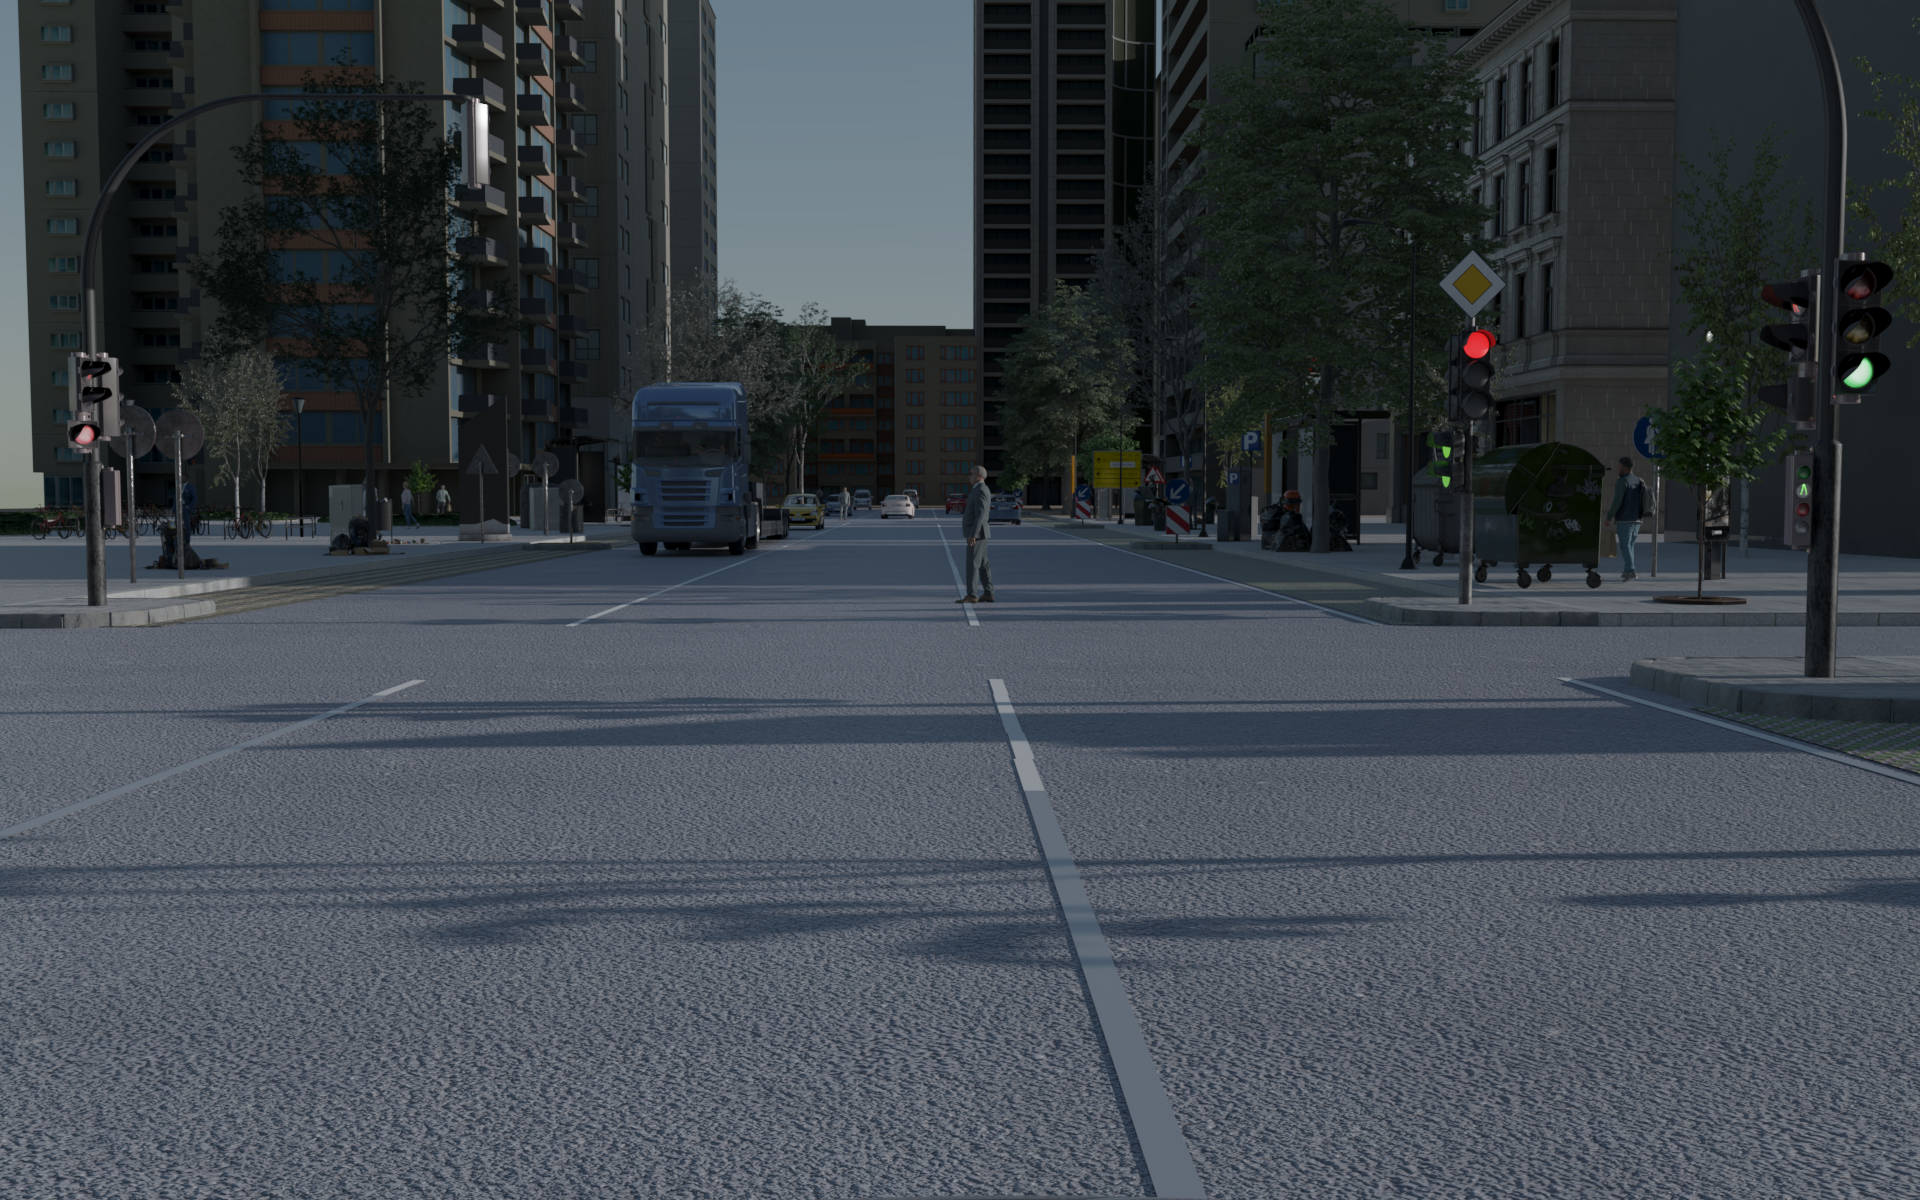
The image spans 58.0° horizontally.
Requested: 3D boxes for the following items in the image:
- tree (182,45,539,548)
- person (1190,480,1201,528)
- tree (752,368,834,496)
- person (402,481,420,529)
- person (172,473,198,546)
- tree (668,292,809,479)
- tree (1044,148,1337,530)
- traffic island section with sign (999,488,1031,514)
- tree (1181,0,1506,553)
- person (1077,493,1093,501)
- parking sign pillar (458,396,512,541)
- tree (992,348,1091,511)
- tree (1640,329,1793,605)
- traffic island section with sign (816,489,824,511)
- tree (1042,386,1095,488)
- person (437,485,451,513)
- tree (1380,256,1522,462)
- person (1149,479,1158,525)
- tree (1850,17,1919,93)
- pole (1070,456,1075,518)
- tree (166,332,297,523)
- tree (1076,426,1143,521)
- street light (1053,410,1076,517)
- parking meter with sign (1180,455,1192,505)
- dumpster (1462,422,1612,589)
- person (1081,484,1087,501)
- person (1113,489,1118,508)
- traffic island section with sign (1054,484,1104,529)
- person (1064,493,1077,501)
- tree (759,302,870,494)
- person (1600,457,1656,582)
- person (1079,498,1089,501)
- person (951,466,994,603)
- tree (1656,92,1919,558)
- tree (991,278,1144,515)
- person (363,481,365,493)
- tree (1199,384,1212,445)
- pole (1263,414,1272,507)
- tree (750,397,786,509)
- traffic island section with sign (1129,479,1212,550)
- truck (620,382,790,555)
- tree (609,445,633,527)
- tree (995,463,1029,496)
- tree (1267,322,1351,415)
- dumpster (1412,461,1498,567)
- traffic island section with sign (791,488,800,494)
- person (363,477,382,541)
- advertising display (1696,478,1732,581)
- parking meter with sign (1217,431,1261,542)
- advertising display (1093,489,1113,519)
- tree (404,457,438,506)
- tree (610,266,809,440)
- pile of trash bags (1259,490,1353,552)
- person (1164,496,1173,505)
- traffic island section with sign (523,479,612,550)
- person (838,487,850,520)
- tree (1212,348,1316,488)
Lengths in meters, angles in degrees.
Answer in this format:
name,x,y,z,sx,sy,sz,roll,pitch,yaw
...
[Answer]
name,x,y,z,sx,sy,sz,roll,pitch,yaw
tree,-12.957,-6.281,37.112,8.767,10.594,7.601,1,4,18
person,8.562,-3.542,64.134,0.661,1.801,0.590,2,4,25
tree,-14.170,-13.278,142.853,9.928,11.665,9.643,0,3,0
person,-20.105,-3.470,63.445,0.598,1.740,0.731,0,4,-4
person,-18.830,-2.187,41.985,0.721,1.800,0.419,1,4,12
tree,-14.378,-12.478,110.668,9.857,13.997,8.962,0,3,0
tree,8.124,-9.267,61.881,12.009,13.543,11.850,0,3,0
traffic island section with sign,3.975,-6.959,122.400,1.989,1.847,2.006,0,4,-1
tree,8.208,-7.298,37.450,7.486,12.596,7.792,0,3,0
person,7.986,-6.331,109.539,1.348,1.826,0.705,-2,4,-33
parking sign pillar,-13.060,-3.610,47.491,1.447,3.967,1.447,-1,4,-9
tree,6.757,-13.302,134.494,9.611,12.733,9.660,0,3,0
tree,8.887,-1.577,20.389,1.663,3.219,1.824,0,3,0
traffic island section with sign,-12.047,-8.594,149.142,1.989,1.847,2.006,0,4,-1
tree,7.451,-9.929,112.697,4.360,8.622,3.978,0,3,0
person,-28.081,-5.363,94.221,0.782,1.767,0.515,-1,4,-12
tree,14.594,-6.231,52.246,4.360,8.622,3.978,0,3,0
person,7.804,-4.017,71.076,0.474,1.900,0.648,-3,4,-38
tree,15.376,-4.639,26.212,4.737,8.622,4.395,0,3,0
pole,5.993,-6.023,92.321,0.158,3.312,0.155,0,3,0
tree,-31.606,-7.618,74.910,4.360,8.622,3.978,0,3,0
tree,7.191,-6.113,83.668,4.285,4.588,4.351,0,3,0
street light,5.796,-7.504,95.233,1.470,5.913,1.316,0,4,-1
parking meter with sign,10.268,-5.034,78.571,0.543,3.016,1.738,1,4,8
dumpster,8.055,-1.330,24.239,1.502,2.255,1.985,0,4,-1
person,6.617,-5.292,92.571,0.388,1.821,0.555,2,4,26
person,14.016,-9.160,156.607,0.742,1.727,0.445,3,5,43
traffic island section with sign,4.939,-3.878,72.036,1.989,1.847,2.006,0,4,-1
person,6.404,-5.503,96.704,1.217,1.739,0.721,-1,4,-12
tree,-14.251,-19.121,168.522,12.611,20.169,13.585,0,3,0
person,9.634,-1.168,25.120,0.794,1.824,0.713,-1,4,-9
person,7.508,-6.192,107.303,1.348,1.822,0.705,-2,4,-34
person,0.155,-0.867,22.846,0.590,1.801,0.661,0,4,5
tree,15.902,-5.146,34.496,4.737,8.622,4.395,0,3,0
tree,6.527,-12.078,104.129,9.857,13.997,8.962,0,3,0
person,-21.639,-3.468,63.147,0.661,1.777,0.834,2,4,27
tree,14.080,-8.503,89.388,4.737,8.622,4.395,0,3,0
pole,7.824,-3.069,44.016,0.158,3.312,0.155,0,3,0
tree,-14.755,-10.995,130.122,4.360,8.622,3.978,0,3,0
traffic island section with sign,5.446,-2.230,45.086,1.989,1.847,2.006,0,4,-1
truck,-6.513,-3.539,47.622,2.967,4.110,18.799,0,4,-2
tree,-13.116,-4.529,68.653,1.663,3.219,1.824,0,3,0
tree,5.209,-11.201,166.845,4.285,4.588,4.351,0,3,0
tree,14.378,-7.456,72.274,4.360,8.622,3.978,0,3,0
dumpster,8.933,-1.557,31.214,1.264,1.857,1.865,0,4,-1
traffic island section with sign,-11.543,-6.946,122.191,1.989,1.847,2.006,0,4,-1
person,-16.156,-2.510,47.427,0.624,1.780,0.694,2,4,29
advertising display,11.243,-1.261,25.830,0.974,1.923,0.123,-3,5,-45
parking meter with sign,7.561,-3.112,47.142,0.543,3.016,1.738,2,4,34
advertising display,7.946,-5.524,95.524,0.974,1.923,0.123,-1,4,-9
tree,-27.856,-5.778,89.079,1.663,3.219,1.824,0,3,0
tree,-13.350,-11.170,93.002,12.009,13.543,11.850,0,3,0
pile of trash bags,7.861,-1.848,39.975,1.912,1.369,3.447,0,4,1
person,12.128,-5.718,99.550,0.705,1.821,1.348,-2,4,-32
traffic island section with sign,-10.069,-2.202,44.635,1.989,1.847,2.006,0,4,-1
person,-6.356,-5.279,94.907,0.635,1.810,0.391,-1,4,-13
tree,15.032,-7.966,80.601,4.737,8.622,4.395,0,3,0
